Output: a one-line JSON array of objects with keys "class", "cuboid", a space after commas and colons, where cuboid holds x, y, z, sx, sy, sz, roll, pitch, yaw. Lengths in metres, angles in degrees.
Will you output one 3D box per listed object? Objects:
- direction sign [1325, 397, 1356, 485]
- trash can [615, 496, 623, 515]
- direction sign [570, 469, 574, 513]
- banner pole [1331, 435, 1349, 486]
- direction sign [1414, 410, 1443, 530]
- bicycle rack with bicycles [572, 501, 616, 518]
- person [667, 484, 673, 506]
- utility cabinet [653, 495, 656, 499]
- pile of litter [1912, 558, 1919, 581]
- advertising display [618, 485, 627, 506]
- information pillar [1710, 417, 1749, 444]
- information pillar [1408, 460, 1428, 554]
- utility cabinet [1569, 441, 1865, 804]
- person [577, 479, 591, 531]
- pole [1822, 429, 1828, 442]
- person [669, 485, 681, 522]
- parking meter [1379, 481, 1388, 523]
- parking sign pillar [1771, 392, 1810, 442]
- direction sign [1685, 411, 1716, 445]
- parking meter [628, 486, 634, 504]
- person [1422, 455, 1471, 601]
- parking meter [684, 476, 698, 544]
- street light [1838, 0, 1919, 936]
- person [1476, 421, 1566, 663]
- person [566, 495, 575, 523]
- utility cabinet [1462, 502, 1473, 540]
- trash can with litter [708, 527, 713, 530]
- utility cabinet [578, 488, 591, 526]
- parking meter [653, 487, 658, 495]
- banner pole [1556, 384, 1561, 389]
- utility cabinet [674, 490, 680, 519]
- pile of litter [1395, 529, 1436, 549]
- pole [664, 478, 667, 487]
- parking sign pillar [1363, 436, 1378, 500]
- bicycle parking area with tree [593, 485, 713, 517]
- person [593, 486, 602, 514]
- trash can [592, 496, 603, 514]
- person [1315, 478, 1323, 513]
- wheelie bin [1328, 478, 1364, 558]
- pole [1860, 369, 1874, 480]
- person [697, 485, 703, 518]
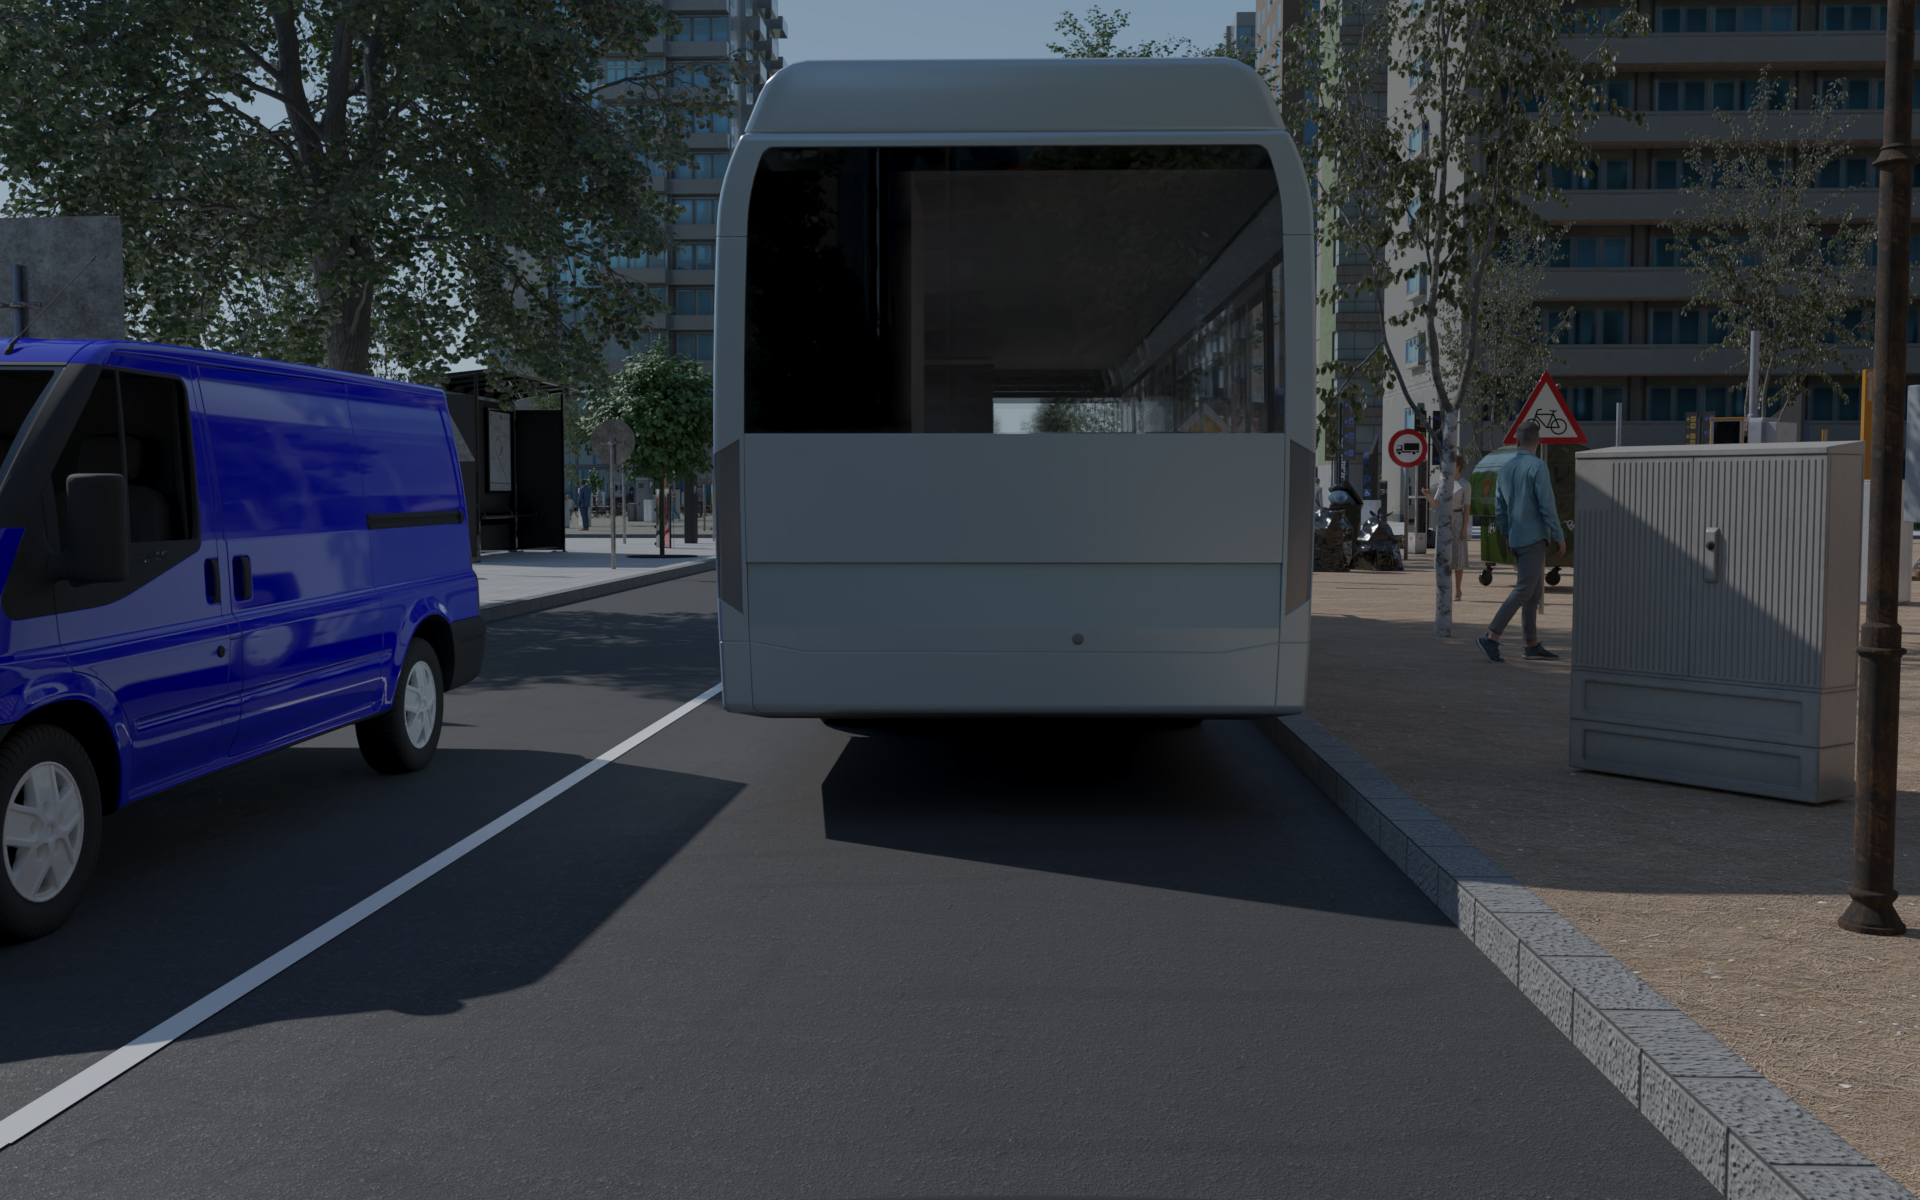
[{"class": "direction sign", "cuboid": [8.876, -2.965, 40.480, 0.379, 3.537, 0.876, -3, 4, -38]}, {"class": "trash can", "cuboid": [-20.802, -5.731, 105.356, 0.748, 1.137, 0.748, 0, 3, 0]}, {"class": "direction sign", "cuboid": [-27.047, -7.857, 120.453, 0.379, 3.537, 0.876, -1, 4, -16]}, {"class": "banner pole", "cuboid": [14.000, -4.532, 64.107, 0.863, 3.779, 0.401, 2, 4, 26]}, {"class": "direction sign", "cuboid": [12.725, -3.365, 47.023, 0.876, 3.537, 0.379, -1, 4, -11]}, {"class": "bicycle rack with bicycles", "cuboid": [-19.642, -4.849, 92.671, 2.925, 0.926, 2.852, 1, 4, 22]}, {"class": "person", "cuboid": [-13.421, -4.427, 79.182, 0.466, 1.731, 0.760, -3, 5, -44]}, {"class": "utility cabinet", "cuboid": [-18.766, -5.763, 105.381, 0.306, 1.237, 1.020, 1, 4, 17]}, {"class": "pile of litter", "cuboid": [14.444, -0.715, 25.657, 1.176, 0.858, 1.719, 0, 4, 2]}, {"class": "advertising display", "cuboid": [-25.091, -7.541, 128.514, 0.123, 1.923, 0.974, 2, 4, 27]}, {"class": "information pillar", "cuboid": [7.430, -0.751, 16.777, 0.304, 2.012, 0.304, 2, 4, 33]}, {"class": "information pillar", "cuboid": [9.767, -1.987, 36.987, 0.304, 2.012, 0.304, -2, 4, -24]}, {"class": "utility cabinet", "cuboid": [3.265, 0.068, 7.570, 0.318, 1.500, 1.173, -2, 4, -35]}, {"class": "person", "cuboid": [-13.177, -3.337, 60.792, 0.419, 1.800, 0.721, 1, 4, 19]}, {"class": "pole", "cuboid": [27.274, -3.722, 54.700, 0.158, 3.312, 0.155, 0, 3, 0]}, {"class": "person", "cuboid": [-13.277, -4.483, 80.181, 0.643, 1.720, 0.563, 0, 4, 8]}, {"class": "parking meter", "cuboid": [18.219, -4.209, 74.534, 0.255, 1.863, 0.399, 2, 4, 30]}, {"class": "parking sign pillar", "cuboid": [22.143, -3.554, 46.574, 1.447, 3.967, 1.447, -2, 4, -28]}, {"class": "direction sign", "cuboid": [20.366, -3.409, 47.730, 0.379, 3.537, 0.876, -2, 4, -35]}, {"class": "parking meter", "cuboid": [-24.380, -7.492, 128.207, 0.399, 1.863, 0.255, -3, 5, -39]}, {"class": "person", "cuboid": [5.836, -0.865, 20.749, 0.480, 1.755, 0.524, 3, 5, 42]}, {"class": "parking meter", "cuboid": [-6.989, -2.402, 44.977, 0.255, 1.863, 0.399, 1, 4, 13]}, {"class": "street light", "cuboid": [2.692, -1.966, 4.935, 0.468, 5.910, 1.993, 0, 4, 2]}, {"class": "person", "cuboid": [4.287, -0.453, 13.318, 0.748, 1.841, 0.638, 0, 4, -7]}, {"class": "person", "cuboid": [-17.230, -4.029, 76.594, 0.352, 1.250, 0.332, -1, 4, -22]}, {"class": "utility cabinet", "cuboid": [13.950, -2.400, 47.927, 0.318, 1.500, 1.173, 1, 4, 23]}, {"class": "trash can with litter", "cuboid": [-8.425, -3.133, 62.285, 1.678, 1.210, 2.233, 0, 4, 7]}, {"class": "utility cabinet", "cuboid": [-14.744, -3.634, 68.098, 0.318, 1.500, 1.173, -1, 4, -22]}, {"class": "parking meter", "cuboid": [-23.069, -7.686, 131.372, 0.399, 1.863, 0.255, 1, 4, 18]}, {"class": "banner pole", "cuboid": [13.612, -3.031, 39.578, 0.401, 3.779, 0.863, 1, 4, 14]}, {"class": "utility cabinet", "cuboid": [-14.553, -4.836, 87.749, 0.318, 1.500, 1.173, 1, 4, 13]}, {"class": "pile of litter", "cuboid": [10.677, -1.663, 41.152, 1.719, 0.858, 1.176, 0, 4, 4]}, {"class": "pole", "cuboid": [-11.222, -4.390, 65.625, 0.158, 3.312, 0.155, 0, 3, 0]}, {"class": "parking sign pillar", "cuboid": [18.807, -5.560, 79.372, 1.447, 3.967, 1.447, 2, 4, 25]}, {"class": "bicycle parking area with tree", "cuboid": [-16.940, -6.825, 98.588, 9.016, 4.147, 8.231, 2, 4, 24]}, {"class": "person", "cuboid": [-22.899, -6.309, 109.402, 0.583, 1.804, 0.606, 0, 4, -3]}, {"class": "trash can", "cuboid": [-23.686, -6.209, 113.176, 0.748, 1.137, 0.748, 0, 3, 0]}, {"class": "person", "cuboid": [11.768, -3.129, 57.323, 0.709, 1.813, 0.853, 3, 5, 45]}, {"class": "wheelie bin", "cuboid": [7.614, -1.610, 34.238, 0.693, 1.594, 0.980, 1, 4, 11]}, {"class": "pole", "cuboid": [14.870, -2.115, 28.432, 0.158, 3.312, 0.155, 0, 3, 0]}, {"class": "person", "cuboid": [-14.039, -5.311, 93.051, 0.592, 1.802, 0.473, -3, 4, -38]}]
